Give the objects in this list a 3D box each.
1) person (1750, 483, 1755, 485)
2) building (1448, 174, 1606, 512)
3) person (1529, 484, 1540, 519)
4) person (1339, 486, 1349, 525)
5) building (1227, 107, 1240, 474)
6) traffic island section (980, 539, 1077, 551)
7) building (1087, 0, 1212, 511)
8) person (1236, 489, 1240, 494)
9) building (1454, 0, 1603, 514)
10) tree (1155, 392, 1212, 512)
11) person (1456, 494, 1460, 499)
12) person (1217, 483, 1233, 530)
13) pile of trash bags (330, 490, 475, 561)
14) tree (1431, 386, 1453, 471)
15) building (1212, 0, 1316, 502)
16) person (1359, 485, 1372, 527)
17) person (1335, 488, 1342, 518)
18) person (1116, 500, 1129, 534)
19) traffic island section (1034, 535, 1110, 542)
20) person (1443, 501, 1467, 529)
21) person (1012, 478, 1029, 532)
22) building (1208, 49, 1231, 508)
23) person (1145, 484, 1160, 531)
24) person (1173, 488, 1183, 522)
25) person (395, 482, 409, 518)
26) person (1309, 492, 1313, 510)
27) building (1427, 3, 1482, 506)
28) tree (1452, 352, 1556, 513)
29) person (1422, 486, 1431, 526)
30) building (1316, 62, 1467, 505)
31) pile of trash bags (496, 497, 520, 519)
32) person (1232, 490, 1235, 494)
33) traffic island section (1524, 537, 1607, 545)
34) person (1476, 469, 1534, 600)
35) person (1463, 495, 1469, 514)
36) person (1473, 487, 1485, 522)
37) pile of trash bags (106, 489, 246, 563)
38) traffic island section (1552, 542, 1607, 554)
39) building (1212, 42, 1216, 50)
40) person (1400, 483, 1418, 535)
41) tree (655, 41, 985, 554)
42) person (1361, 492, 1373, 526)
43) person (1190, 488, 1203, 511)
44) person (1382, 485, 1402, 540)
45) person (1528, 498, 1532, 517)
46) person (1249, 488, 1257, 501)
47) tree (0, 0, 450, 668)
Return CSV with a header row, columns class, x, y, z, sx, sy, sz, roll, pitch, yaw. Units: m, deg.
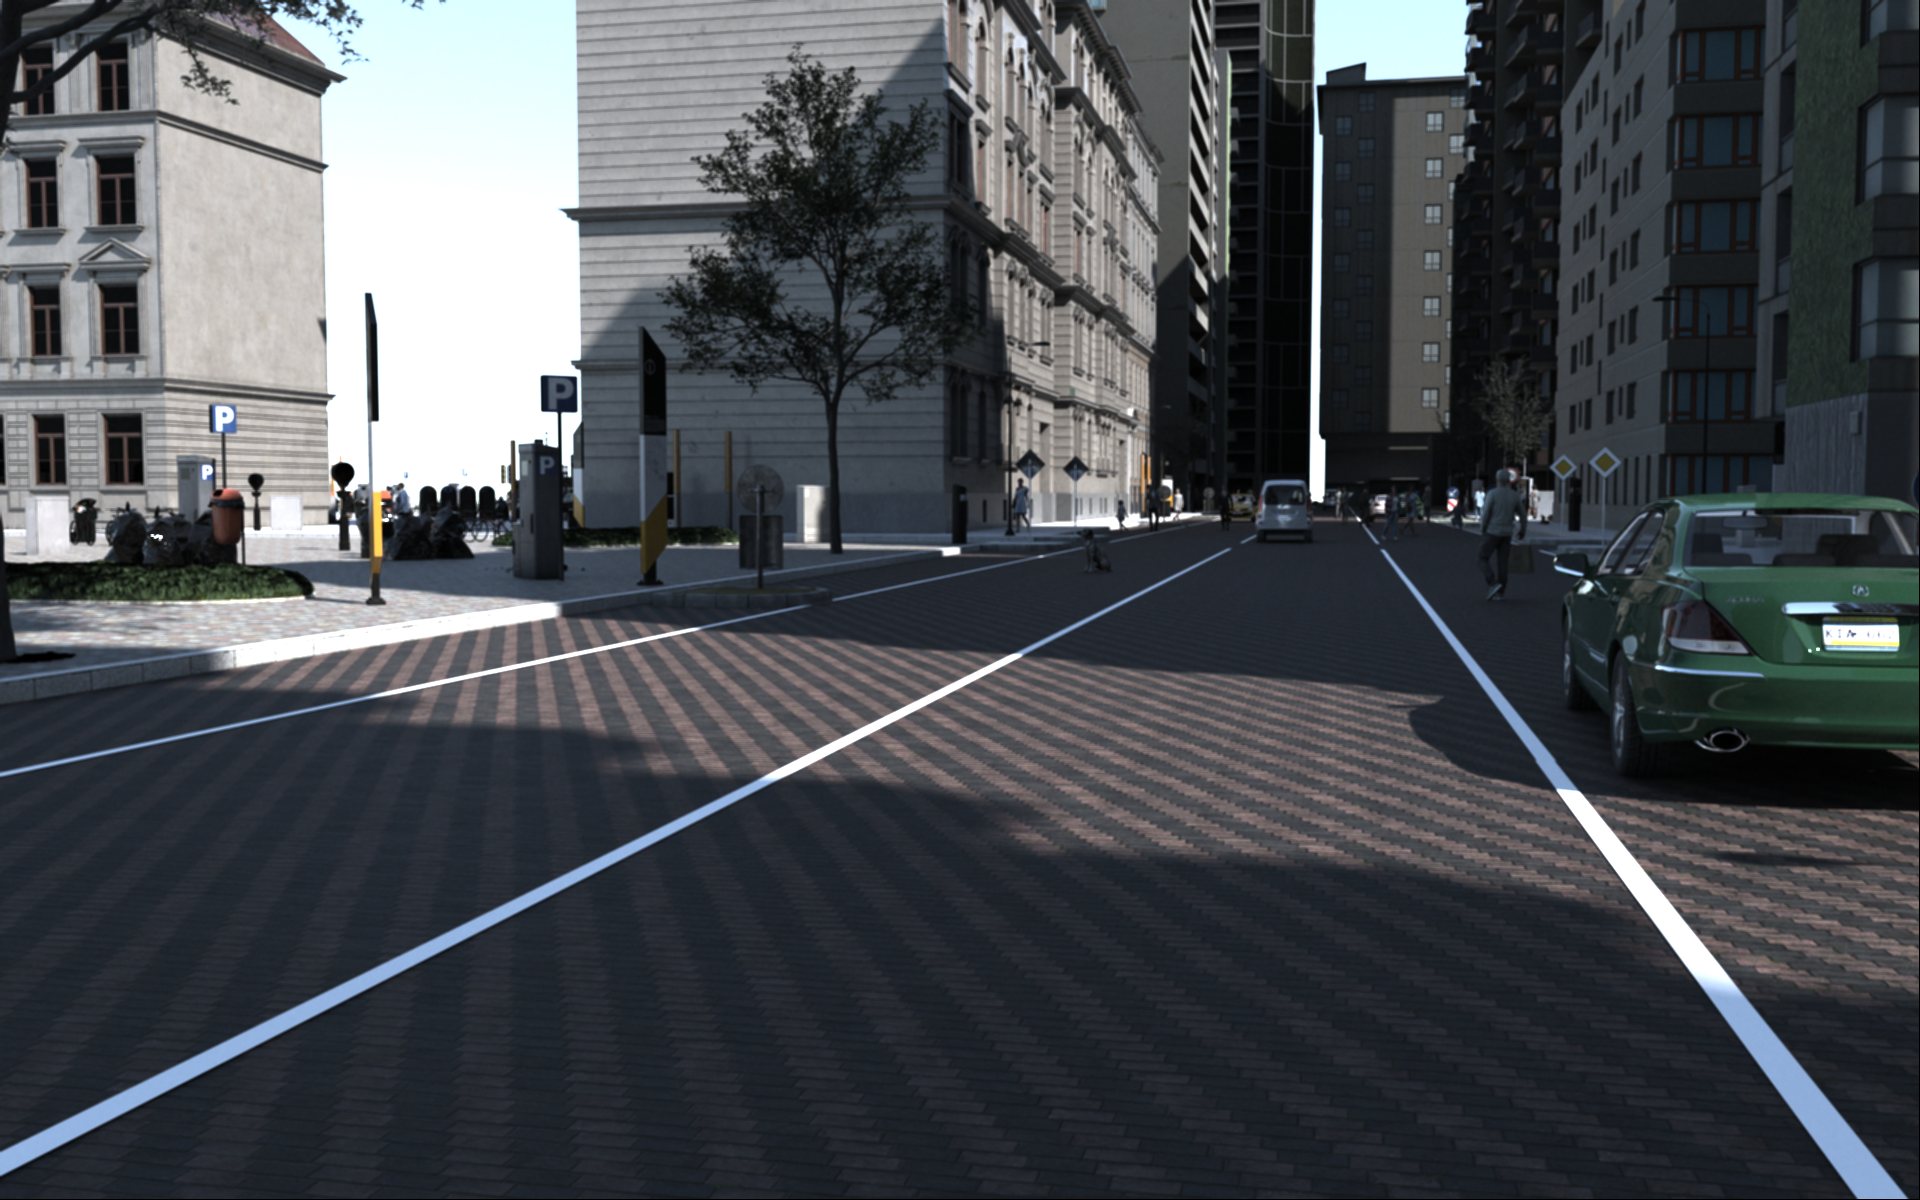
class,x,y,z,sx,sy,sz,roll,pitch,yaw
person,23.399,-2.648,51.151,0.589,1.601,0.330,3,4,39
building,51.659,-23.575,157.151,14.160,30.474,14.107,1,4,12
person,29.625,-5.077,89.407,0.716,1.782,0.532,-2,4,-34
person,17.911,-4.413,80.929,0.520,1.790,0.573,2,4,35
building,15.106,-34.979,191.520,30.456,49.044,23.786,1,4,12
traffic island section,1.781,-1.401,45.179,2.009,0.180,2.903,1,4,12
building,8.627,-31.541,139.402,21.300,48.544,21.600,1,4,12
person,30.098,-11.077,187.239,0.705,1.812,1.348,-1,4,-15
building,50.818,-29.361,134.676,22.147,44.769,28.867,1,4,12
tree,16.393,-10.673,124.867,4.360,8.622,3.978,0,3,0
person,34.216,-6.664,119.285,0.394,1.301,0.425,1,4,18
person,10.527,-3.698,68.742,0.659,1.850,0.755,0,4,7
pile of trash bags,-11.272,-1.548,35.062,1.912,1.369,3.447,-3,4,-38
tree,33.603,-10.087,115.287,4.360,8.622,3.978,0,3,0
building,34.026,-47.738,218.767,20.611,71.187,20.563,1,4,12
person,17.493,-4.059,74.823,0.822,1.834,0.622,-2,4,-26
person,22.520,-5.766,102.959,0.511,1.800,0.466,-1,4,-11
person,5.865,-3.016,62.825,0.382,1.210,0.505,3,5,41
traffic island section,3.489,-1.878,52.980,2.009,0.180,2.903,1,4,12
person,20.469,-3.522,71.583,1.012,1.151,0.738,1,4,13
person,2.029,-3.158,57.769,0.616,1.811,0.778,3,4,39
building,16.777,-28.909,156.249,14.154,41.232,14.086,1,4,12
person,7.419,-3.540,66.564,0.592,1.802,0.473,1,4,15
person,10.794,-4.701,86.108,0.466,1.731,0.760,-2,4,-33
person,-17.499,-2.791,54.323,0.419,1.800,0.721,-1,4,-14
person,14.392,-3.710,71.759,0.503,1.515,0.523,1,4,23
building,60.597,-52.836,176.534,22.319,86.520,31.000,1,4,12
tree,28.733,-8.555,90.230,4.360,8.622,3.978,0,3,0
person,20.951,-4.235,77.927,0.537,1.800,0.526,-2,4,-35
building,58.861,-38.482,218.419,27.495,52.752,28.713,1,4,12
pile of trash bags,-22.481,-4.872,89.411,3.447,1.369,1.912,0,4,-5
person,29.155,-10.836,183.931,0.721,1.743,1.217,0,4,8
traffic island section,17.401,-1.692,49.942,2.009,0.180,2.903,1,4,12
person,7.425,-0.888,23.511,0.782,1.767,0.515,-1,4,-15
person,32.559,-6.128,111.251,0.382,1.210,0.505,-2,4,-27
person,26.358,-4.845,87.976,0.793,1.790,0.793,-3,5,-44
pile of trash bags,-13.183,-1.215,29.614,3.447,1.369,1.912,3,5,40
traffic island section,15.693,-1.215,42.141,2.009,0.180,2.903,1,4,12
building,18.456,-31.860,171.014,14.600,45.320,14.200,1,4,12
person,15.490,-3.130,59.772,0.616,1.811,0.778,-3,5,-42
tree,-2.954,-6.260,36.759,7.601,10.594,8.767,-2,4,-35
person,18.194,-4.057,77.426,0.523,1.515,0.503,1,4,15
person,17.853,-7.591,130.706,0.990,1.755,0.434,1,4,19
person,13.516,-2.740,54.136,0.563,1.720,0.643,-1,4,-15
person,31.601,-5.462,96.098,0.466,1.731,0.760,0,4,-2
person,19.234,-6.458,114.053,0.622,1.834,0.822,-3,5,-40
tree,-7.596,-6.271,12.905,12.009,13.543,11.850,0,3,0
